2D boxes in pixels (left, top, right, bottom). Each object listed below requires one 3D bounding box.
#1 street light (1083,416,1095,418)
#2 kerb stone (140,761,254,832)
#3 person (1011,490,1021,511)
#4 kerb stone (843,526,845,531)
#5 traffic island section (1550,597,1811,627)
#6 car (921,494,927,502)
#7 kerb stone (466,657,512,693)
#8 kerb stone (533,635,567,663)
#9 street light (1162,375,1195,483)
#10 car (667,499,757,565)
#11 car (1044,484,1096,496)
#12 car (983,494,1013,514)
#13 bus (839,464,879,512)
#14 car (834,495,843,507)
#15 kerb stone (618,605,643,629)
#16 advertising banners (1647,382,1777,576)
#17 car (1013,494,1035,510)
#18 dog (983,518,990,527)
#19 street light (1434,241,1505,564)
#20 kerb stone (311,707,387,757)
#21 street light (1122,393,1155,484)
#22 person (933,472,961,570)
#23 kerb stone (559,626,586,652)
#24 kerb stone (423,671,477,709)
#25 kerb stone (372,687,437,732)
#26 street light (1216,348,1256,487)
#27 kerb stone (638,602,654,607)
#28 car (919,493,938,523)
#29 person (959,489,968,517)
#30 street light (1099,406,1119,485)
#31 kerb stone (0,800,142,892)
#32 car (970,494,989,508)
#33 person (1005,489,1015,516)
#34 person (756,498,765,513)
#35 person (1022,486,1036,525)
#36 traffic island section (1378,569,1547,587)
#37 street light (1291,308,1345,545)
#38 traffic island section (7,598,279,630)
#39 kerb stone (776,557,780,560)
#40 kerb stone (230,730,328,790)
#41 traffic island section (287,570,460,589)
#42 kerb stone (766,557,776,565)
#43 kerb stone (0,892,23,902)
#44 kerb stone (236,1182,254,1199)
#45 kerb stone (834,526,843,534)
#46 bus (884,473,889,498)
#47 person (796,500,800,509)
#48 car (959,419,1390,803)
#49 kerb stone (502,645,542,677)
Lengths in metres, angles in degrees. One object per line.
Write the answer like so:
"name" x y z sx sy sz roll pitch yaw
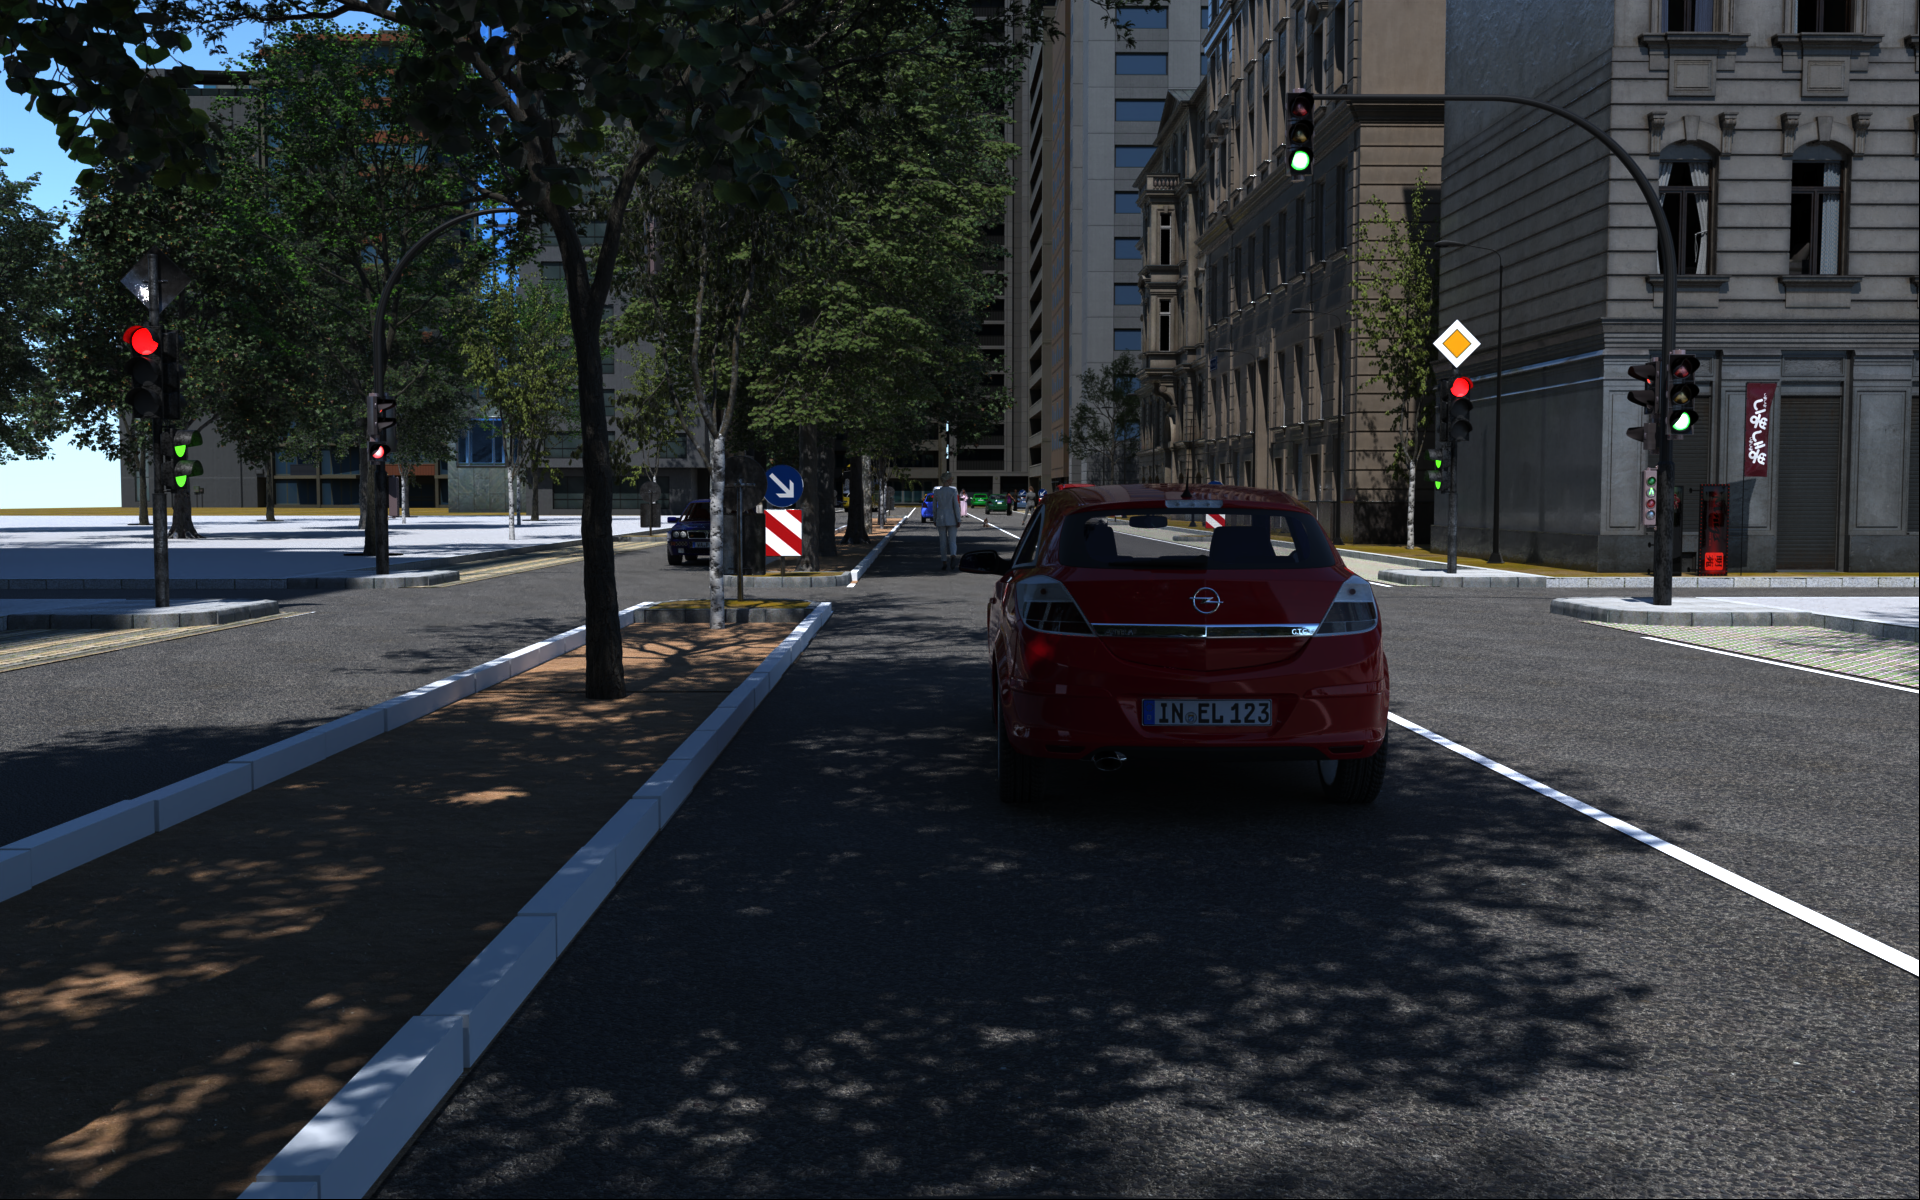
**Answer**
"street light" 8.025 -7.984 103.083 1.470 5.913 1.316 0 4 -1
"kerb stone" -3.444 0.887 7.794 0.120 0.150 1.000 0 4 -1
"person" 4.685 -8.364 145.389 0.705 1.807 1.348 -2 4 -35
"kerb stone" -4.550 -2.662 65.764 0.120 0.150 1.000 0 4 -1
"traffic island section" 8.137 0.136 20.053 2.009 0.180 2.903 0 4 -1
"car" -2.953 -10.085 175.108 2.015 1.641 3.980 0 4 -1
"kerb stone" -3.539 0.568 12.919 0.120 0.150 1.000 0 4 -1
"kerb stone" -3.582 0.442 14.968 0.120 0.150 1.000 0 4 -1
"street light" 8.581 -5.818 67.672 1.470 5.913 1.316 0 4 -1
"car" -5.073 -1.448 36.254 1.945 1.354 3.894 0 4 -1
"car" 4.274 -3.386 64.034 2.281 1.827 5.304 0 4 -1
"car" 2.739 -6.811 123.155 2.131 1.459 4.920 0 4 -1
"bus" -8.008 -9.131 140.843 2.896 3.916 12.252 0 4 0
"car" -11.841 -9.475 167.495 1.945 1.354 3.894 0 4 0
"kerb stone" -3.664 0.190 19.083 0.120 0.150 1.000 0 4 -1
"advertising banners" 11.746 -1.885 27.012 2.074 3.025 0.090 0 4 -8
"car" 5.458 -8.373 148.899 2.014 1.417 4.499 0 4 -1
"dog" 1.200 -3.331 74.661 0.550 0.427 0.748 3 4 38
"street light" 9.389 -3.632 31.922 1.470 5.913 1.316 0 4 -1
"kerb stone" -3.489 0.758 9.837 0.120 0.150 1.000 0 4 -1
"street light" 8.398 -6.568 79.933 1.470 5.913 1.316 0 4 -1
"person" -0.245 -1.467 32.356 0.514 1.842 0.818 0 4 -5
"kerb stone" -3.603 0.379 16.004 0.120 0.150 1.000 0 4 -1
"kerb stone" -3.524 0.630 11.891 0.120 0.150 1.000 0 4 -1
"kerb stone" -3.498 0.693 10.867 0.120 0.150 1.000 0 4 -1
"street light" 8.856 -5.064 55.336 1.470 5.913 1.316 0 4 -1
"kerb stone" -3.683 0.128 20.105 0.120 0.150 1.000 0 4 -1
"car" -1.104 -4.748 87.216 1.945 1.707 3.694 0 4 -1
"person" 0.216 -5.921 105.982 0.551 1.740 0.621 -3 5 -41
"street light" 8.164 -7.276 91.507 1.470 5.913 1.316 0 4 -1
"kerb stone" -3.433 0.943 6.770 0.120 0.150 1.000 0 4 -1
"car" 2.005 -10.134 174.489 1.959 1.807 4.718 0 4 -2
"person" 3.321 -6.476 115.072 0.721 1.739 1.217 -2 4 -31
"person" -9.404 -4.403 81.030 0.519 1.759 0.362 3 5 43
"person" 3.147 -4.312 79.275 0.520 1.790 0.573 -3 4 -37
"traffic island section" 7.984 -0.352 28.036 2.009 0.180 2.903 0 4 -1
"street light" 8.989 -4.340 43.493 1.470 5.913 1.316 0 4 -1
"traffic island section" -9.101 0.156 19.728 2.009 0.180 2.903 0 4 -1
"kerb stone" -4.014 -0.909 37.062 0.120 0.150 1.000 0 4 -1
"kerb stone" -3.462 0.818 8.816 0.120 0.150 1.000 0 4 -1
"traffic island section" -9.254 -0.332 27.711 2.009 0.180 2.903 0 4 -1
"kerb stone" -3.990 -0.846 36.035 0.120 0.150 1.000 0 4 -1
"kerb stone" -3.398 1.006 5.741 0.120 0.150 1.000 0 4 -1
"kerb stone" -1.251 1.192 2.739 0.120 0.150 1.000 0 4 -1
"kerb stone" -4.540 -2.600 64.732 0.120 0.150 1.000 0 4 -1
"bus" -8.545 -11.165 174.098 2.896 3.916 12.252 0 4 -2
"person" -5.921 -3.490 64.919 0.474 1.900 0.648 -2 4 -34
"car" 1.066 -0.029 9.514 2.155 1.783 4.494 0 4 0
"kerb stone" -3.558 0.505 13.942 0.120 0.150 1.000 0 4 -1
